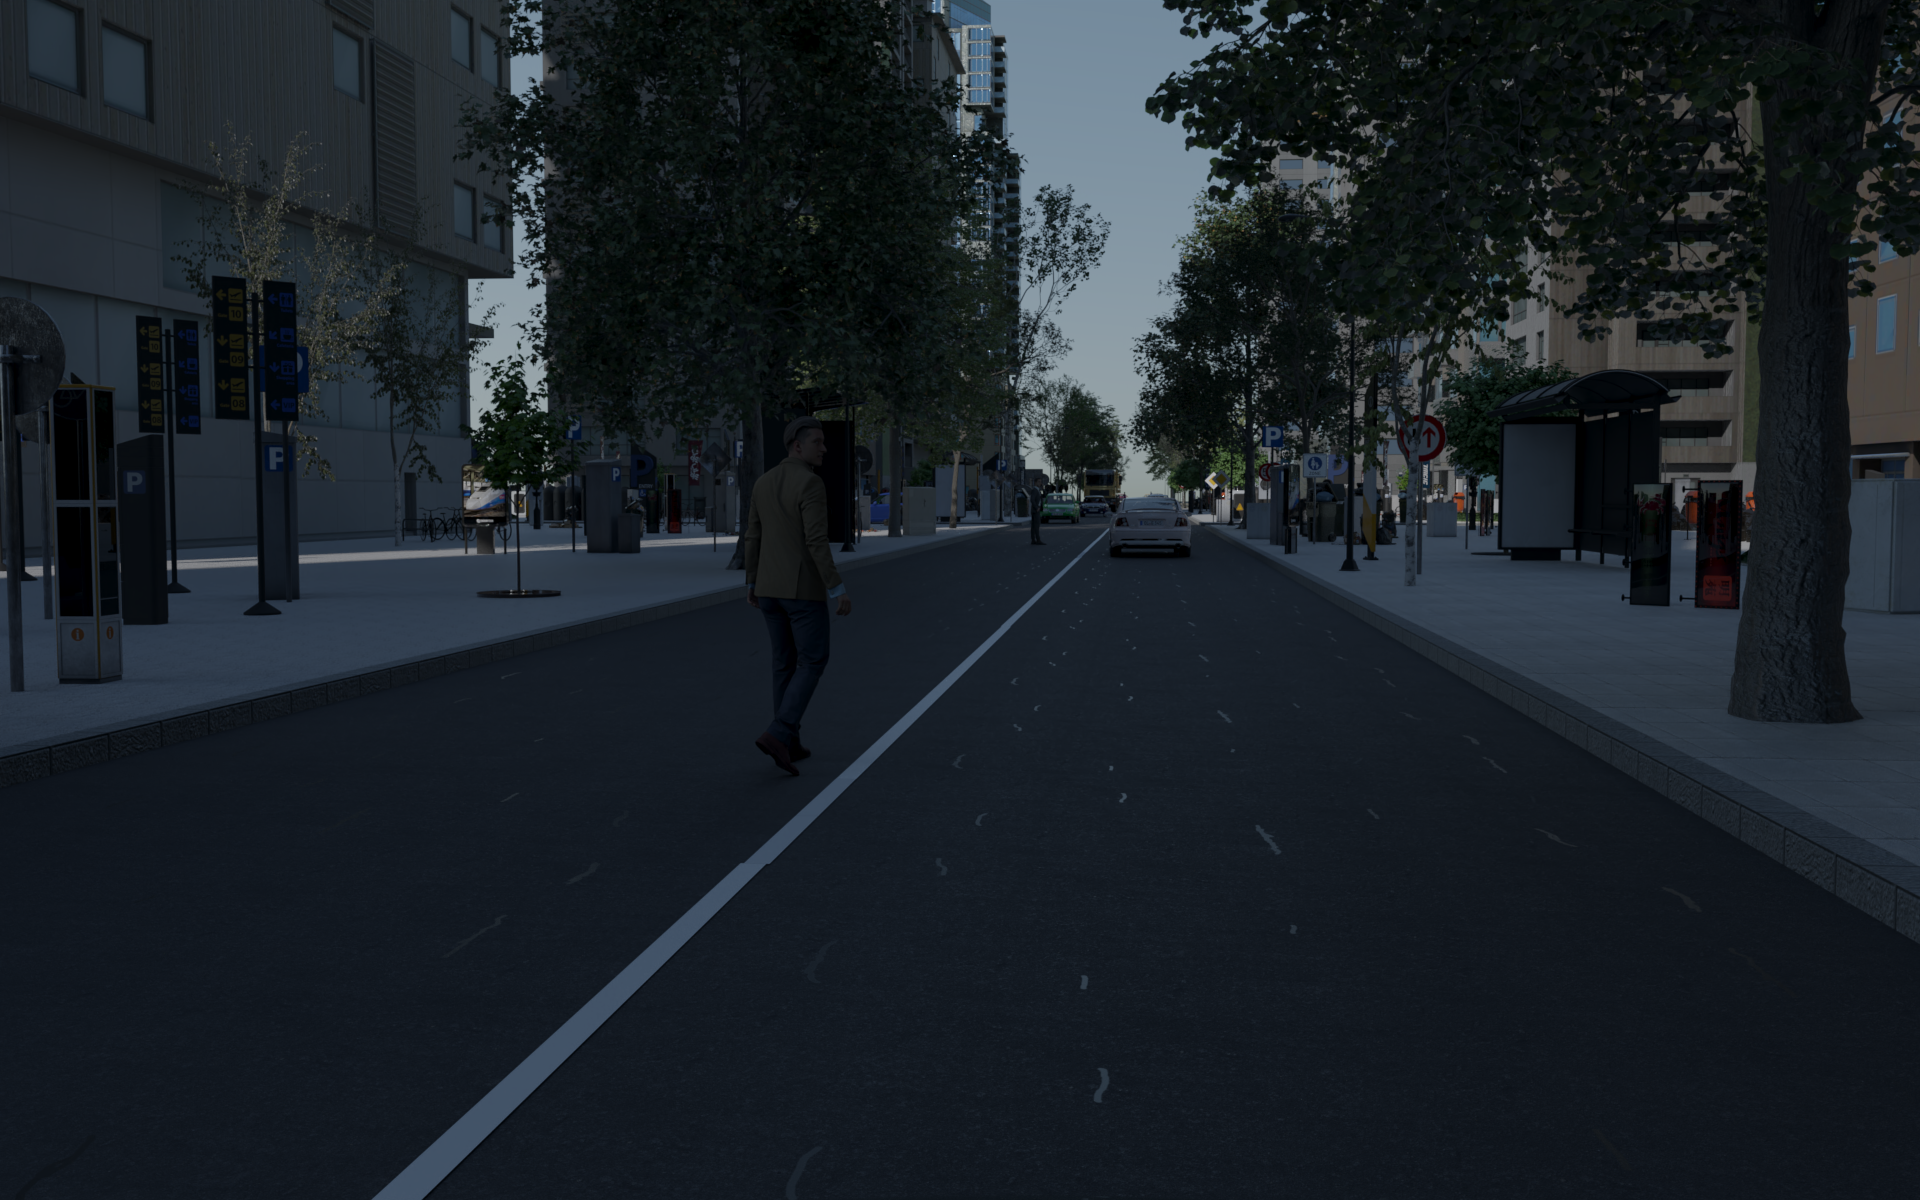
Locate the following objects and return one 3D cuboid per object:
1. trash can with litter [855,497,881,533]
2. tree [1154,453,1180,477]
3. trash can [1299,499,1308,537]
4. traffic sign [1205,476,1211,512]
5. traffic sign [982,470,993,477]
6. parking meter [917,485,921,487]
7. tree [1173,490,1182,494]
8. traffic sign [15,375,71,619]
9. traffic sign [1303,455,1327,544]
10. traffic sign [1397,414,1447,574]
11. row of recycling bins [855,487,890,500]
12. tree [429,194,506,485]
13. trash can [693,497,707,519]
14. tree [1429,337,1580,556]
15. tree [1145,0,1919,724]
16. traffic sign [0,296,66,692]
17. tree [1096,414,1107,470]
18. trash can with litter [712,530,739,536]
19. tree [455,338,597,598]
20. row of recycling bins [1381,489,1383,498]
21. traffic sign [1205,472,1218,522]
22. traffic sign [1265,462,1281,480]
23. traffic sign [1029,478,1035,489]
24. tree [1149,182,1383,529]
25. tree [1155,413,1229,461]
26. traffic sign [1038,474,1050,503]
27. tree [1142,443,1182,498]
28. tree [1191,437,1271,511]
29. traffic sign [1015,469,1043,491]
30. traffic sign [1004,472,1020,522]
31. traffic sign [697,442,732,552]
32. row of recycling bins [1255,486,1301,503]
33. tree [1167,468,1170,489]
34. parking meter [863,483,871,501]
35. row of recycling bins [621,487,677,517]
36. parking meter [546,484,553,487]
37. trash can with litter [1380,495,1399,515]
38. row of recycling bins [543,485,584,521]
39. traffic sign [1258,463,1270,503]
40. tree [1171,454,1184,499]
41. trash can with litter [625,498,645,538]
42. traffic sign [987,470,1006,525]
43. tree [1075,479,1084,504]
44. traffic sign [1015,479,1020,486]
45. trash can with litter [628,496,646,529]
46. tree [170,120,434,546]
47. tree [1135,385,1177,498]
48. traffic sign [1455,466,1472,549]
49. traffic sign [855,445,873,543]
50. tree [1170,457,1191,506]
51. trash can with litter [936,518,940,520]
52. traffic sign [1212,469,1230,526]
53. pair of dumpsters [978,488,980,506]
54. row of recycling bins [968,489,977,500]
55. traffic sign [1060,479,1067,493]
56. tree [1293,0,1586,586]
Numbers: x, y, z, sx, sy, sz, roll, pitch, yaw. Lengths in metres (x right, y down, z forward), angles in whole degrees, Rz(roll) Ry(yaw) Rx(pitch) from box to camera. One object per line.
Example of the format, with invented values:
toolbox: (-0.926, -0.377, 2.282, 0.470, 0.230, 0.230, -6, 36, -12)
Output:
trash can with litter: (-3.290, -2.901, 58.481, 1.678, 1.210, 2.233, 2, 4, 32)
tree: (35.682, -22.165, 288.149, 9.928, 11.665, 9.643, 0, 3, 0)
trash can: (10.471, -2.459, 51.858, 0.748, 1.137, 0.748, 0, 3, 0)
traffic sign: (17.424, -7.372, 120.637, 0.768, 2.556, 0.104, 1, 4, 12)
traffic sign: (1.464, -5.522, 90.392, 0.768, 2.556, 0.104, 0, 4, 8)
parking meter: (-2.788, -6.781, 116.585, 0.255, 1.863, 0.399, 0, 4, 8)
tree: (30.306, -15.202, 243.159, 1.663, 3.219, 1.824, 0, 3, 0)
traffic sign: (-9.344, -1.075, 17.681, 0.768, 2.556, 0.104, 0, 4, 8)
traffic sign: (9.013, -2.563, 44.027, 0.606, 2.300, 0.079, 1, 4, 12)
traffic sign: (7.335, -1.681, 27.592, 0.768, 2.556, 0.104, 1, 4, 11)
row of recycling bins: (-4.826, -5.842, 102.637, 3.534, 1.692, 1.069, 0, 4, 0)
tree: (-13.543, -5.620, 42.245, 4.360, 8.622, 3.978, 0, 3, 0)
trash can: (-13.446, -4.768, 89.607, 0.748, 1.137, 0.748, 0, 3, 0)
tree: (11.499, -3.229, 36.510, 4.285, 4.588, 4.351, 0, 3, 0)
tree: (4.719, -6.300, 9.665, 9.857, 13.997, 8.962, 0, 3, 0)
traffic sign: (-6.132, -0.678, 11.190, 0.768, 2.556, 0.104, 0, 4, 8)
tree: (12.736, -15.458, 187.155, 8.767, 10.594, 7.601, -1, 4, -15)
trash can with litter: (-6.775, -2.629, 54.037, 2.233, 1.210, 1.678, 3, 5, 40)
tree: (-5.521, -1.650, 21.587, 1.663, 3.219, 1.824, 0, 3, 0)
row of recycling bins: (32.994, -7.928, 136.733, 1.069, 1.692, 3.534, 0, 4, 5)
traffic sign: (11.488, -4.578, 78.487, 0.795, 2.450, 0.064, 0, 4, 6)
traffic sign: (12.644, -4.249, 69.581, 0.768, 2.556, 0.104, 1, 4, 12)
traffic sign: (4.648, -6.570, 109.549, 0.606, 2.300, 0.079, 0, 4, 8)
tree: (10.473, -8.922, 62.890, 9.611, 12.733, 9.660, 0, 3, 0)
tree: (22.853, -15.872, 169.883, 12.009, 13.543, 11.850, 0, 3, 0)
traffic sign: (5.174, -6.567, 107.475, 0.768, 2.556, 0.104, 1, 4, 13)
tree: (28.908, -19.545, 237.695, 7.486, 12.596, 7.792, 0, 3, 0)
tree: (13.776, -6.228, 85.540, 4.285, 4.588, 4.351, 0, 3, 0)
traffic sign: (5.554, -8.914, 139.621, 2.265, 3.308, 0.079, 0, 4, 7)
traffic sign: (2.348, -4.639, 79.483, 0.795, 2.450, 0.064, 0, 4, 6)
traffic sign: (-5.423, -2.269, 38.278, 0.795, 2.450, 0.064, 0, 4, 8)
row of recycling bins: (16.867, -5.253, 93.004, 3.534, 1.692, 1.069, -2, 4, -31)
tree: (18.324, -9.408, 137.537, 4.285, 4.588, 4.351, 0, 3, 0)
parking meter: (-4.853, -5.192, 90.595, 0.399, 1.863, 0.255, 1, 4, 8)
row of recycling bins: (-17.090, -5.375, 94.990, 3.534, 1.692, 1.069, 1, 4, 10)
parking meter: (-28.297, -6.957, 119.454, 0.255, 1.863, 0.399, 1, 4, 11)
trash can with litter: (26.200, -5.712, 104.442, 2.233, 1.210, 1.678, 0, 3, 0)
row of recycling bins: (-18.726, -4.650, 83.147, 3.534, 1.692, 1.069, 2, 4, 35)
traffic sign: (12.540, -4.314, 70.632, 0.768, 2.556, 0.104, 0, 4, 7)
tree: (26.964, -15.774, 208.260, 4.360, 8.622, 3.978, 0, 3, 0)
trash can with litter: (-9.727, -2.394, 50.536, 1.055, 1.170, 0.624, 0, 4, -4)
traffic sign: (1.497, -4.153, 71.544, 0.795, 2.450, 0.064, 0, 4, 6)
tree: (18.108, -15.835, 242.623, 4.285, 4.588, 4.351, 0, 3, 0)
traffic sign: (4.609, -8.499, 139.062, 0.768, 2.556, 0.104, 1, 4, 14)
trash can with litter: (-12.136, -3.257, 64.302, 1.678, 1.210, 2.233, -1, 4, -15)
tree: (-13.731, -5.181, 35.068, 4.360, 8.622, 3.978, 0, 3, 0)
tree: (31.190, -24.318, 253.481, 12.611, 20.169, 13.585, 0, 3, 0)
traffic sign: (11.777, -2.329, 40.206, 0.606, 2.300, 0.079, 1, 4, 12)
traffic sign: (-2.635, -2.748, 45.034, 0.768, 2.556, 0.104, 1, 4, 10)
tree: (18.473, -8.925, 129.635, 4.285, 4.588, 4.351, 0, 3, 0)
trash can with litter: (-1.099, -4.663, 87.294, 1.678, 1.210, 2.233, -2, 4, -34)
traffic sign: (10.637, -4.092, 70.547, 0.795, 2.450, 0.064, 0, 4, 6)
pair of dumpsters: (2.101, -7.329, 122.320, 1.574, 2.255, 4.437, 0, 4, 6)
row of recycling bins: (1.119, -8.186, 140.952, 1.069, 1.692, 3.534, 0, 4, 2)
traffic sign: (8.550, -8.852, 144.834, 0.768, 2.556, 0.104, 1, 4, 14)
tree: (6.479, -4.510, 24.093, 4.737, 8.622, 4.395, 0, 3, 0)
